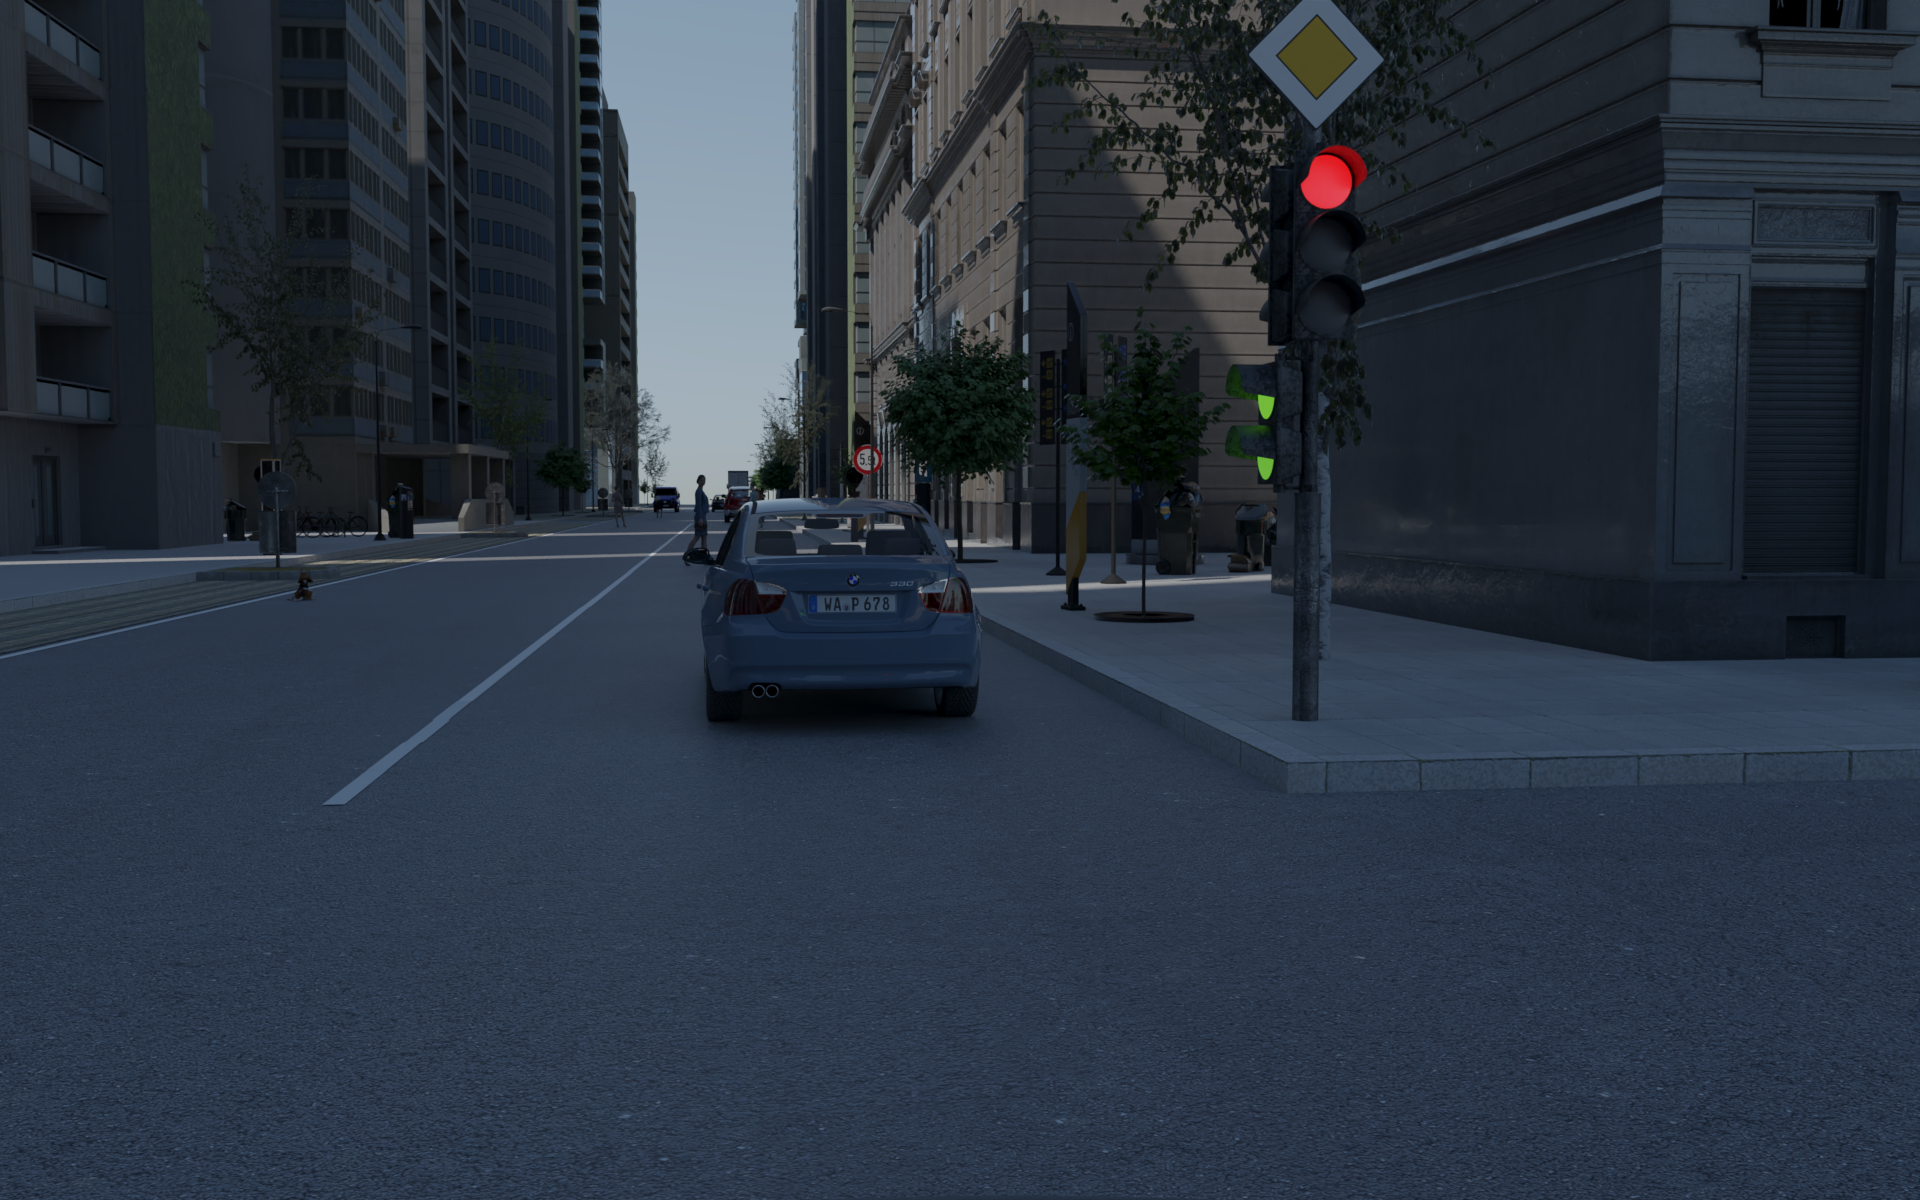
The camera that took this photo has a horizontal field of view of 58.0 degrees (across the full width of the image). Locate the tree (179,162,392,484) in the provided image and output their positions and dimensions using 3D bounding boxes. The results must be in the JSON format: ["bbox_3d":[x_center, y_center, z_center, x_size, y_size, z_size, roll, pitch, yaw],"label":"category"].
[{"bbox_3d":[-15.387,-5.454,39.543,4.360,8.622,3.978,0,3,0],"label":"tree"}]

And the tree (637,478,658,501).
[{"bbox_3d":[-36.809,-12.734,202.807,1.663,3.219,1.824,0,3,0],"label":"tree"}]

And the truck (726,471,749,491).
[{"bbox_3d":[-27.183,-13.654,212.154,2.839,4.237,11.283,0,4,-8],"label":"truck"}]

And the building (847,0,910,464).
[{"bbox_3d":[0.689,-25.186,95.380,14.154,41.232,14.086,0,4,-8],"label":"building"}]

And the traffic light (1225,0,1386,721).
[{"bbox_3d":[1.942,-1.272,9.726,0.839,4.253,0.868,0,4,-8],"label":"traffic light"}]

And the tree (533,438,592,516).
[{"bbox_3d":[-23.356,-7.237,102.031,4.285,4.588,4.351,0,3,0],"label":"tree"}]

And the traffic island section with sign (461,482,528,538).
[{"bbox_3d":[-15.400,-2.985,57.431,1.989,1.847,2.006,0,4,-8],"label":"traffic island section with sign"}]

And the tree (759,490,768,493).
[{"bbox_3d":[-25.708,-14.003,223.547,1.663,3.219,1.824,0,3,0],"label":"tree"}]

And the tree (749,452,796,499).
[{"bbox_3d":[-14.366,-9.361,136.769,4.285,4.588,4.351,0,3,0],"label":"tree"}]

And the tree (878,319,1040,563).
[{"bbox_3d":[0.036,-2.996,32.704,4.285,4.588,4.351,0,3,0],"label":"tree"}]

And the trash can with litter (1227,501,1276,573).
[{"bbox_3d":[4.792,-1.053,28.601,0.624,1.170,1.055,2,4,24],"label":"trash can with litter"}]

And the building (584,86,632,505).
[{"bbox_3d":[-50.889,-35.695,207.314,21.300,48.544,21.600,0,4,-8],"label":"building"}]

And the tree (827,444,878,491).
[{"bbox_3d":[-3.438,-3.958,59.316,1.663,3.219,1.824,0,3,0],"label":"tree"}]

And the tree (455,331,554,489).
[{"bbox_3d":[-20.856,-7.899,79.518,4.737,8.622,4.395,0,3,0],"label":"tree"}]

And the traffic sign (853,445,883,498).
[{"bbox_3d":[-2.387,-2.737,44.861,0.768,2.556,0.104,0,4,-4],"label":"traffic sign"}]

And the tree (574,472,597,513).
[{"bbox_3d":[-26.158,-7.637,119.466,1.663,3.219,1.824,0,3,0],"label":"tree"}]

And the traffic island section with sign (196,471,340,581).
[{"bbox_3d":[-11.679,-1.272,29.419,1.989,1.847,2.006,0,4,-8],"label":"traffic island section with sign"}]

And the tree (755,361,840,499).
[{"bbox_3d":[-8.679,-8.800,94.243,4.360,8.622,3.978,0,3,0],"label":"tree"}]

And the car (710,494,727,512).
[{"bbox_3d":[-19.122,-7.921,139.299,2.009,1.686,4.222,-1,4,-9],"label":"car"}]

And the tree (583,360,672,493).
[{"bbox_3d":[-31.324,-15.098,157.220,12.009,13.543,11.850,0,3,0],"label":"tree"}]

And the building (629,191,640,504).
[{"bbox_3d":[-49.632,-33.209,226.556,14.154,41.232,14.086,0,4,-8],"label":"building"}]

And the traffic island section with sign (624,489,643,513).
[{"bbox_3d":[-25.629,-7.688,134.321,1.989,1.847,2.006,0,4,-8],"label":"traffic island section with sign"}]

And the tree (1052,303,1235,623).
[{"bbox_3d":[1.870,-1.417,17.776,1.663,3.219,1.824,0,3,0],"label":"tree"}]

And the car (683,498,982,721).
[{"bbox_3d":[-0.953,-0.019,12.312,2.014,1.417,4.499,-1,4,-9],"label":"car"}]

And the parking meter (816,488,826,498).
[{"bbox_3d":[-5.412,-3.603,67.313,0.372,1.533,0.369,0,3,0],"label":"parking meter"}]

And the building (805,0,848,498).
[{"bbox_3d":[-2.344,-36.857,144.618,21.231,58.520,28.212,0,4,-8],"label":"building"}]

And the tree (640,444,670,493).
[{"bbox_3d":[-40.245,-16.992,228.176,4.737,8.622,4.395,0,3,0],"label":"tree"}]

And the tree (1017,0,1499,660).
[{"bbox_3d":[2.567,-3.839,13.125,4.360,8.622,3.978,0,3,0],"label":"tree"}]

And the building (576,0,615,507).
[{"bbox_3d":[-47.389,-53.056,180.138,22.319,86.520,31.000,0,4,-8],"label":"building"}]

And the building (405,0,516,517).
[{"bbox_3d":[-34.814,-39.902,90.647,20.563,71.187,20.611,0,4,-8],"label":"building"}]

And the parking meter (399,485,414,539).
[{"bbox_3d":[-15.897,-2.528,49.744,0.372,1.533,0.369,0,3,0],"label":"parking meter"}]

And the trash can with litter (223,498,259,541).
[{"bbox_3d":[-19.511,-2.190,47.200,1.055,1.170,0.624,-3,5,-40],"label":"trash can with litter"}]

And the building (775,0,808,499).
[{"bbox_3d":[-12.879,-55.931,227.138,22.319,86.520,31.000,0,4,-8],"label":"building"}]

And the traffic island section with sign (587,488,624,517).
[{"bbox_3d":[-22.015,-6.022,107.087,1.989,1.847,2.006,0,4,-8],"label":"traffic island section with sign"}]

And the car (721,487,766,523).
[{"bbox_3d":[-11.073,-4.897,88.732,2.281,1.827,5.304,0,4,-8],"label":"car"}]

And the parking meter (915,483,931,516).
[{"bbox_3d":[-0.839,-1.876,39.079,0.372,1.533,0.369,0,3,0],"label":"parking meter"}]

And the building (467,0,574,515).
[{"bbox_3d":[-38.005,-35.058,115.191,21.231,58.520,28.212,0,4,-8],"label":"building"}]
